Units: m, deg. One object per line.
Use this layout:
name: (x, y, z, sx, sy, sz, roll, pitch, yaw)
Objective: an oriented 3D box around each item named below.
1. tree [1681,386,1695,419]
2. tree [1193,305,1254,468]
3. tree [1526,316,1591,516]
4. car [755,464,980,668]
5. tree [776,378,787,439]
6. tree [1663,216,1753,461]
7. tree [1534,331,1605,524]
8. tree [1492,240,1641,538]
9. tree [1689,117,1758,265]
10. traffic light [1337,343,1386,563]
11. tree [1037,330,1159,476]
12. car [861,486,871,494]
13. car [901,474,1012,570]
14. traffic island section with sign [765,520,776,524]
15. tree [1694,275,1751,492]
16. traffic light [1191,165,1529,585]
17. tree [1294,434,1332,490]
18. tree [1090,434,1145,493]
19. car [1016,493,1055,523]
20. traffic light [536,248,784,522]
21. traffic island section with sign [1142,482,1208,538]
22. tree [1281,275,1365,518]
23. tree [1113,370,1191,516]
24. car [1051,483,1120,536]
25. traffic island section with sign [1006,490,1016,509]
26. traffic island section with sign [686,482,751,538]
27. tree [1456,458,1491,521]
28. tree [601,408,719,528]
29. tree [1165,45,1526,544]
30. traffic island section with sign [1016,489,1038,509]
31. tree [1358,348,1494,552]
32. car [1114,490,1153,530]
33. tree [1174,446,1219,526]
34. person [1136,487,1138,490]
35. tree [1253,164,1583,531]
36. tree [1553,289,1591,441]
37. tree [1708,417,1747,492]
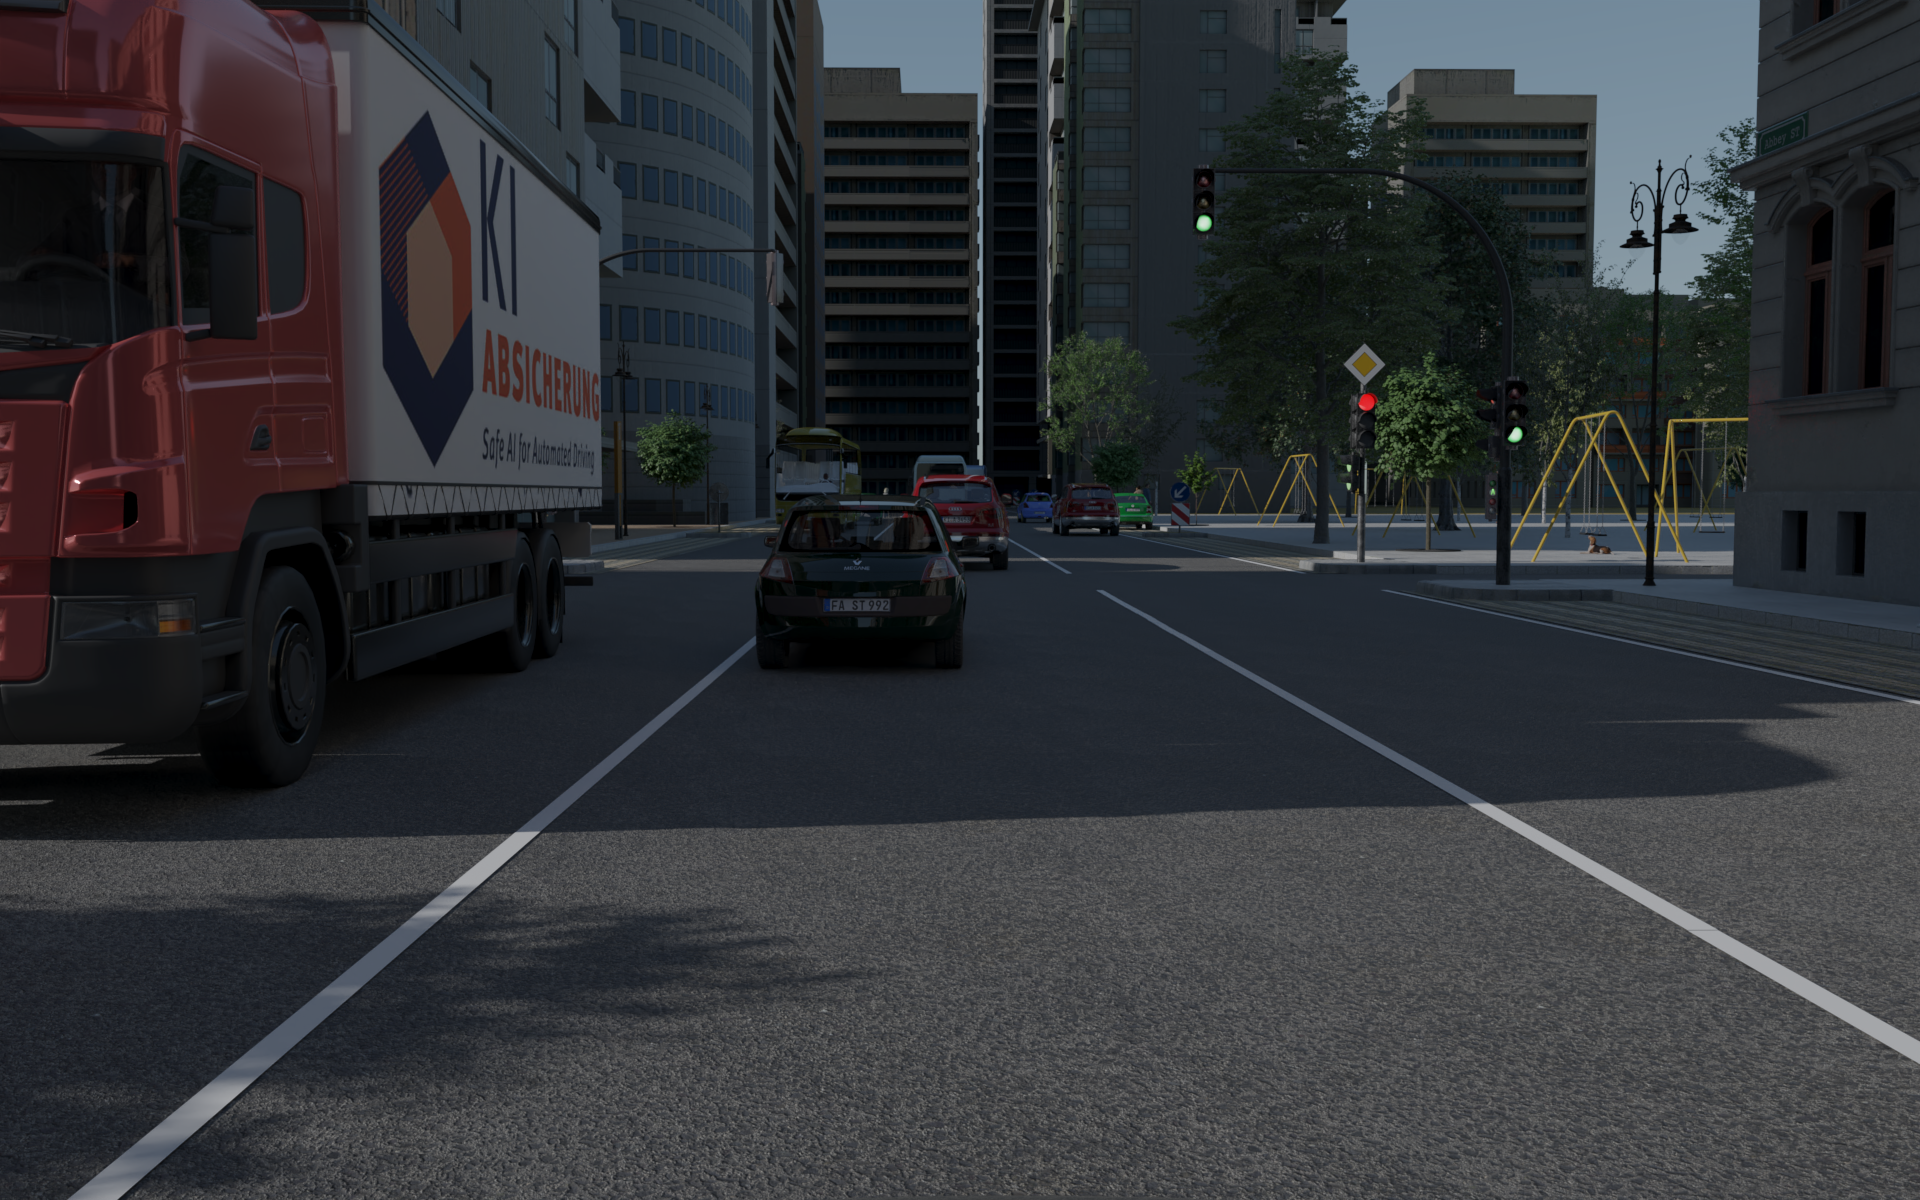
tree: (33.684, -7.604, 74.686, 4.737, 8.622, 4.395, 0, 3, 0)
tree: (15.658, -9.842, 77.933, 9.611, 12.733, 9.660, 0, 3, 0)
tree: (33.532, -11.226, 101.677, 7.486, 12.596, 7.792, 0, 3, 0)
car: (-0.820, -0.357, 15.622, 2.009, 1.686, 4.222, 0, 4, 0)
tree: (-12.010, -9.289, 102.237, 4.360, 8.622, 3.978, 0, 3, 0)
tree: (30.781, -9.049, 66.081, 7.486, 12.596, 7.792, 0, 3, 0)
tree: (25.591, -7.618, 74.909, 4.737, 8.622, 4.395, 0, 3, 0)
tree: (17.941, -6.154, 50.985, 4.360, 8.622, 3.978, 0, 3, 0)
tree: (22.275, -7.168, 42.949, 9.928, 11.665, 9.643, 0, 3, 0)
traffic light: (7.506, -2.659, 32.389, 0.839, 4.253, 0.868, 0, 4, -1)
tree: (8.689, -11.191, 108.731, 9.928, 11.665, 9.643, 0, 3, 0)
car: (-4.516, -4.341, 79.772, 1.959, 1.807, 4.718, 0, 3, 0)
car: (-0.094, -1.565, 34.253, 2.281, 1.827, 5.304, 0, 4, 0)
traffic island section with sign: (-8.433, -4.647, 84.610, 1.989, 1.847, 2.006, 0, 4, -1)
tree: (24.297, -6.142, 50.782, 4.737, 8.622, 4.395, 0, 3, 0)
traffic light: (5.564, -3.031, 24.225, 4.771, 5.953, 1.251, 0, 4, -1)
tree: (21.673, -9.414, 104.287, 4.360, 8.622, 3.978, 0, 3, 0)
tree: (8.486, -6.739, 93.899, 4.285, 4.588, 4.351, 0, 3, 0)
car: (3.800, -4.712, 86.638, 1.945, 1.707, 3.694, 0, 4, -3)
traffic light: (-5.662, -3.517, 32.166, 4.771, 5.953, 1.251, 0, 4, -1)
traffic island section with sign: (7.091, -2.988, 57.478, 1.989, 1.847, 2.006, 0, 4, -1)
tree: (21.319, -11.246, 94.238, 12.009, 13.543, 11.850, 0, 3, 0)
tree: (11.329, -9.268, 101.898, 4.360, 8.622, 3.978, 0, 3, 0)
car: (4.389, -3.187, 60.775, 2.281, 1.827, 5.304, 0, 4, -2)
traffic island section with sign: (5.150, -9.418, 162.606, 1.989, 1.847, 2.006, 0, 4, -1)
traffic island section with sign: (-7.932, -2.968, 57.154, 1.989, 1.847, 2.006, 0, 4, -1)
tree: (23.795, -8.054, 82.047, 4.360, 8.622, 3.978, 0, 3, 0)
tree: (-10.935, -5.074, 66.676, 4.285, 4.588, 4.351, 0, 3, 0)
tree: (9.222, -7.760, 45.004, 7.486, 12.596, 7.792, 0, 3, 0)
traffic island section with sign: (5.647, -7.743, 135.231, 1.989, 1.847, 2.006, 0, 4, -1)
tree: (10.510, -3.379, 38.968, 4.285, 4.588, 4.351, 0, 3, 0)
car: (6.709, -3.756, 70.202, 1.959, 1.807, 4.718, 0, 4, -2)
tree: (9.723, -4.624, 70.200, 1.663, 3.219, 1.824, 0, 3, 0)
person: (11.381, -6.416, 111.662, 0.721, 1.735, 1.217, -1, 4, -22)
tree: (17.017, -8.776, 60.492, 9.611, 12.733, 9.660, 0, 3, 0)
tree: (32.518, -9.640, 83.371, 9.928, 11.665, 9.643, 0, 3, 0)
tree: (51.758, -8.356, 99.525, 11.467, 7.101, 20.602, 3, 5, 43)
